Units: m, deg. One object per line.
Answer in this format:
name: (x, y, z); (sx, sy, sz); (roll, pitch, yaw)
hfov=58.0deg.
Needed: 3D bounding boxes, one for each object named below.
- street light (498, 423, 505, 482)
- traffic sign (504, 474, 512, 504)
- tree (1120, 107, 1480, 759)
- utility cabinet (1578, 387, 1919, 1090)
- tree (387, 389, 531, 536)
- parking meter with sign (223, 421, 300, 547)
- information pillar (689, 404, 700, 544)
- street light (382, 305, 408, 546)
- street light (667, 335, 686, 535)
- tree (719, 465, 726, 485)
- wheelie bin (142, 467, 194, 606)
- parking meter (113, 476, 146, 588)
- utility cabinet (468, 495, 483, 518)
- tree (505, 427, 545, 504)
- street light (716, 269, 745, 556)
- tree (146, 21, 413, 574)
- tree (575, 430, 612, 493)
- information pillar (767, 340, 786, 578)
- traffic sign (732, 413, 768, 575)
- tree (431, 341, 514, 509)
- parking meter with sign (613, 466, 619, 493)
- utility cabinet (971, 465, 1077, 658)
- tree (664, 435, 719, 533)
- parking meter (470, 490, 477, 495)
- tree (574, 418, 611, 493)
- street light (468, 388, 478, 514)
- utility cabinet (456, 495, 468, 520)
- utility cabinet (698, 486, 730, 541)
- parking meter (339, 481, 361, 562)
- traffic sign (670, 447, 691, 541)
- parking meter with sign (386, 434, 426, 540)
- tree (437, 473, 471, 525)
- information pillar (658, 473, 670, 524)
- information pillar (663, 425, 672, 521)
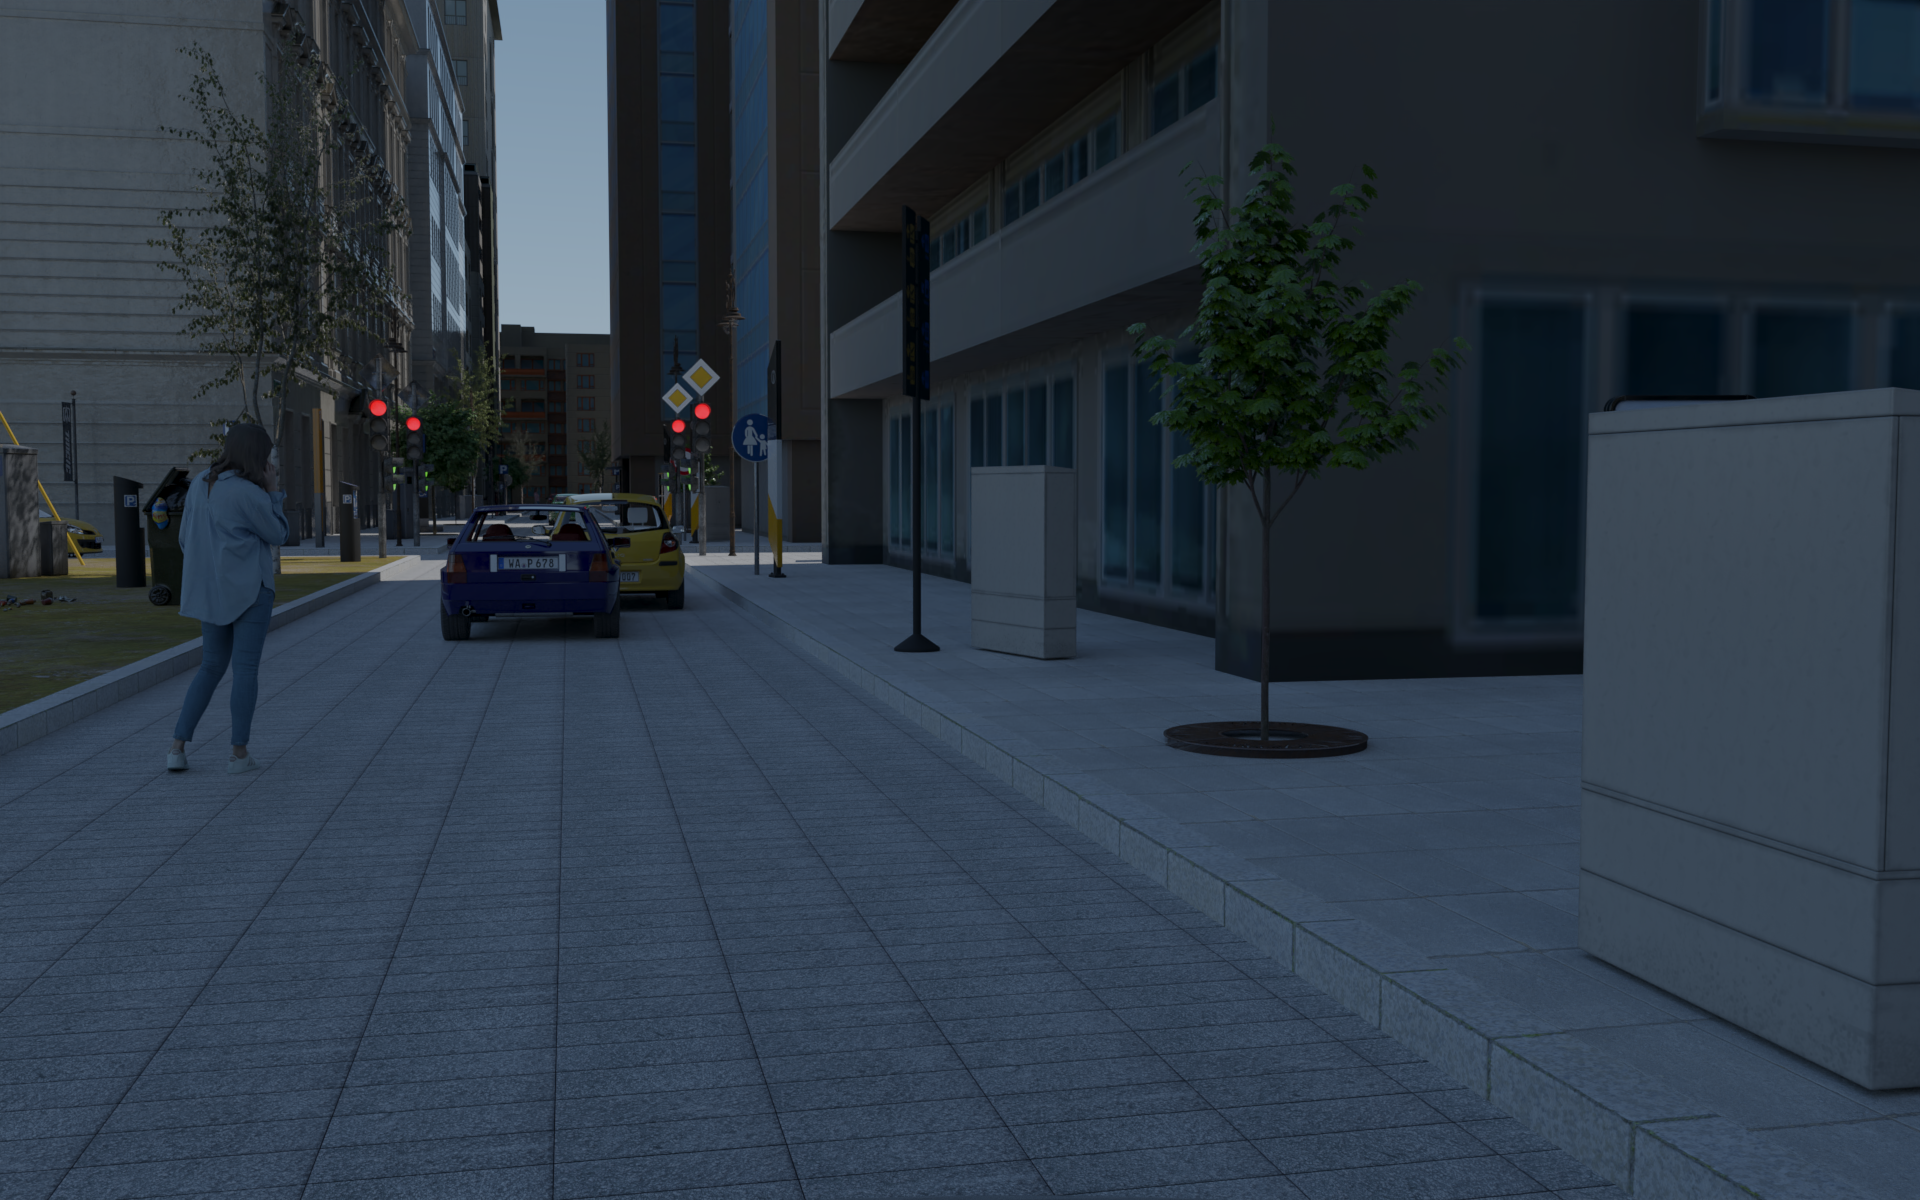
street light: (-28.680, -8.296, 108.421); (0.468, 5.910, 1.993); (-1, 4, -13)
traffic sign: (-29.075, -6.782, 110.993); (0.768, 2.556, 0.104); (-1, 4, -11)
tree: (1.462, -0.863, 8.714); (1.663, 3.219, 1.824); (0, 3, 0)
utility cabinet: (1.976, 0.273, 4.223); (0.318, 1.500, 1.173); (-1, 4, -10)
tree: (-16.425, -4.306, 54.115); (4.285, 4.588, 4.351); (0, 3, 0)
parking meter with sign: (-16.851, -2.791, 41.891); (0.543, 3.016, 1.738); (2, 4, 32)
information pillar: (-6.834, -3.270, 44.815); (0.183, 3.616, 0.504); (-2, 4, -35)
street light: (-13.799, -4.261, 42.452); (0.468, 5.910, 1.993); (-1, 4, -13)
street light: (-8.255, -4.751, 50.468); (0.468, 5.910, 1.993); (-1, 4, -13)
tree: (-8.876, -3.975, 59.592); (1.663, 3.219, 1.824); (0, 3, 0)
wheelie bin: (-9.058, -0.750, 20.171); (0.693, 1.594, 0.980); (-1, 4, -10)
parking meter: (-11.431, -0.944, 23.848); (0.372, 1.533, 0.369); (0, 3, 0)
utility cabinet: (-25.726, -4.916, 91.531); (1.020, 1.237, 0.306); (1, 4, 12)
tree: (-48.067, -14.713, 190.912); (4.360, 8.622, 3.978); (0, 3, 0)
street light: (-4.715, -3.848, 35.704); (0.468, 5.910, 1.993); (-1, 4, -13)
tree: (-10.980, -4.734, 27.770); (4.360, 8.622, 3.978); (0, 3, 0)
tree: (-40.345, -14.837, 192.954); (4.360, 8.622, 3.978); (0, 3, 0)
information pillar: (-2.841, -2.156, 26.606); (0.183, 3.616, 0.504); (-1, 4, -23)
traffic sign: (-3.223, -1.671, 27.425); (0.768, 2.556, 0.104); (0, 4, -7)
tree: (-23.564, -8.151, 83.626); (4.737, 8.622, 4.395); (0, 3, 0)
parking meter with sign: (-21.302, -6.816, 107.709); (0.543, 3.016, 1.738); (-1, 4, -12)
utility cabinet: (0.507, -0.316, 13.838); (0.318, 1.500, 1.173); (-2, 4, -28)
tree: (-8.974, -3.825, 57.137); (1.663, 3.219, 1.824); (0, 3, 0)
parking meter: (-27.197, -5.414, 96.936); (0.372, 1.533, 0.369); (0, 3, 0)
tree: (-34.742, -13.240, 166.831); (4.737, 8.622, 4.395); (0, 3, 0)
street light: (-21.280, -6.286, 75.558); (0.468, 5.910, 1.993); (-1, 4, -13)
utility cabinet: (-25.195, -4.662, 87.386); (0.306, 1.237, 1.020); (-2, 4, -26)
utility cabinet: (-6.657, -2.319, 46.600); (0.318, 1.500, 1.173); (2, 4, 30)
parking meter: (-11.552, -1.491, 32.788); (0.372, 1.533, 0.369); (0, 3, 0)
traffic sign: (-7.499, -2.878, 47.162); (0.768, 2.556, 0.104); (0, 4, -7)
parking meter with sign: (-15.901, -3.254, 49.468); (0.543, 3.016, 1.738); (1, 4, 11)
tree: (-20.945, -4.697, 71.397); (1.663, 3.219, 1.824); (0, 3, 0)
information pillar: (-10.382, -3.445, 60.818); (0.304, 2.012, 0.304); (-2, 4, -32)
information pillar: (-9.877, -4.106, 58.492); (0.183, 3.616, 0.504); (-2, 4, -32)
